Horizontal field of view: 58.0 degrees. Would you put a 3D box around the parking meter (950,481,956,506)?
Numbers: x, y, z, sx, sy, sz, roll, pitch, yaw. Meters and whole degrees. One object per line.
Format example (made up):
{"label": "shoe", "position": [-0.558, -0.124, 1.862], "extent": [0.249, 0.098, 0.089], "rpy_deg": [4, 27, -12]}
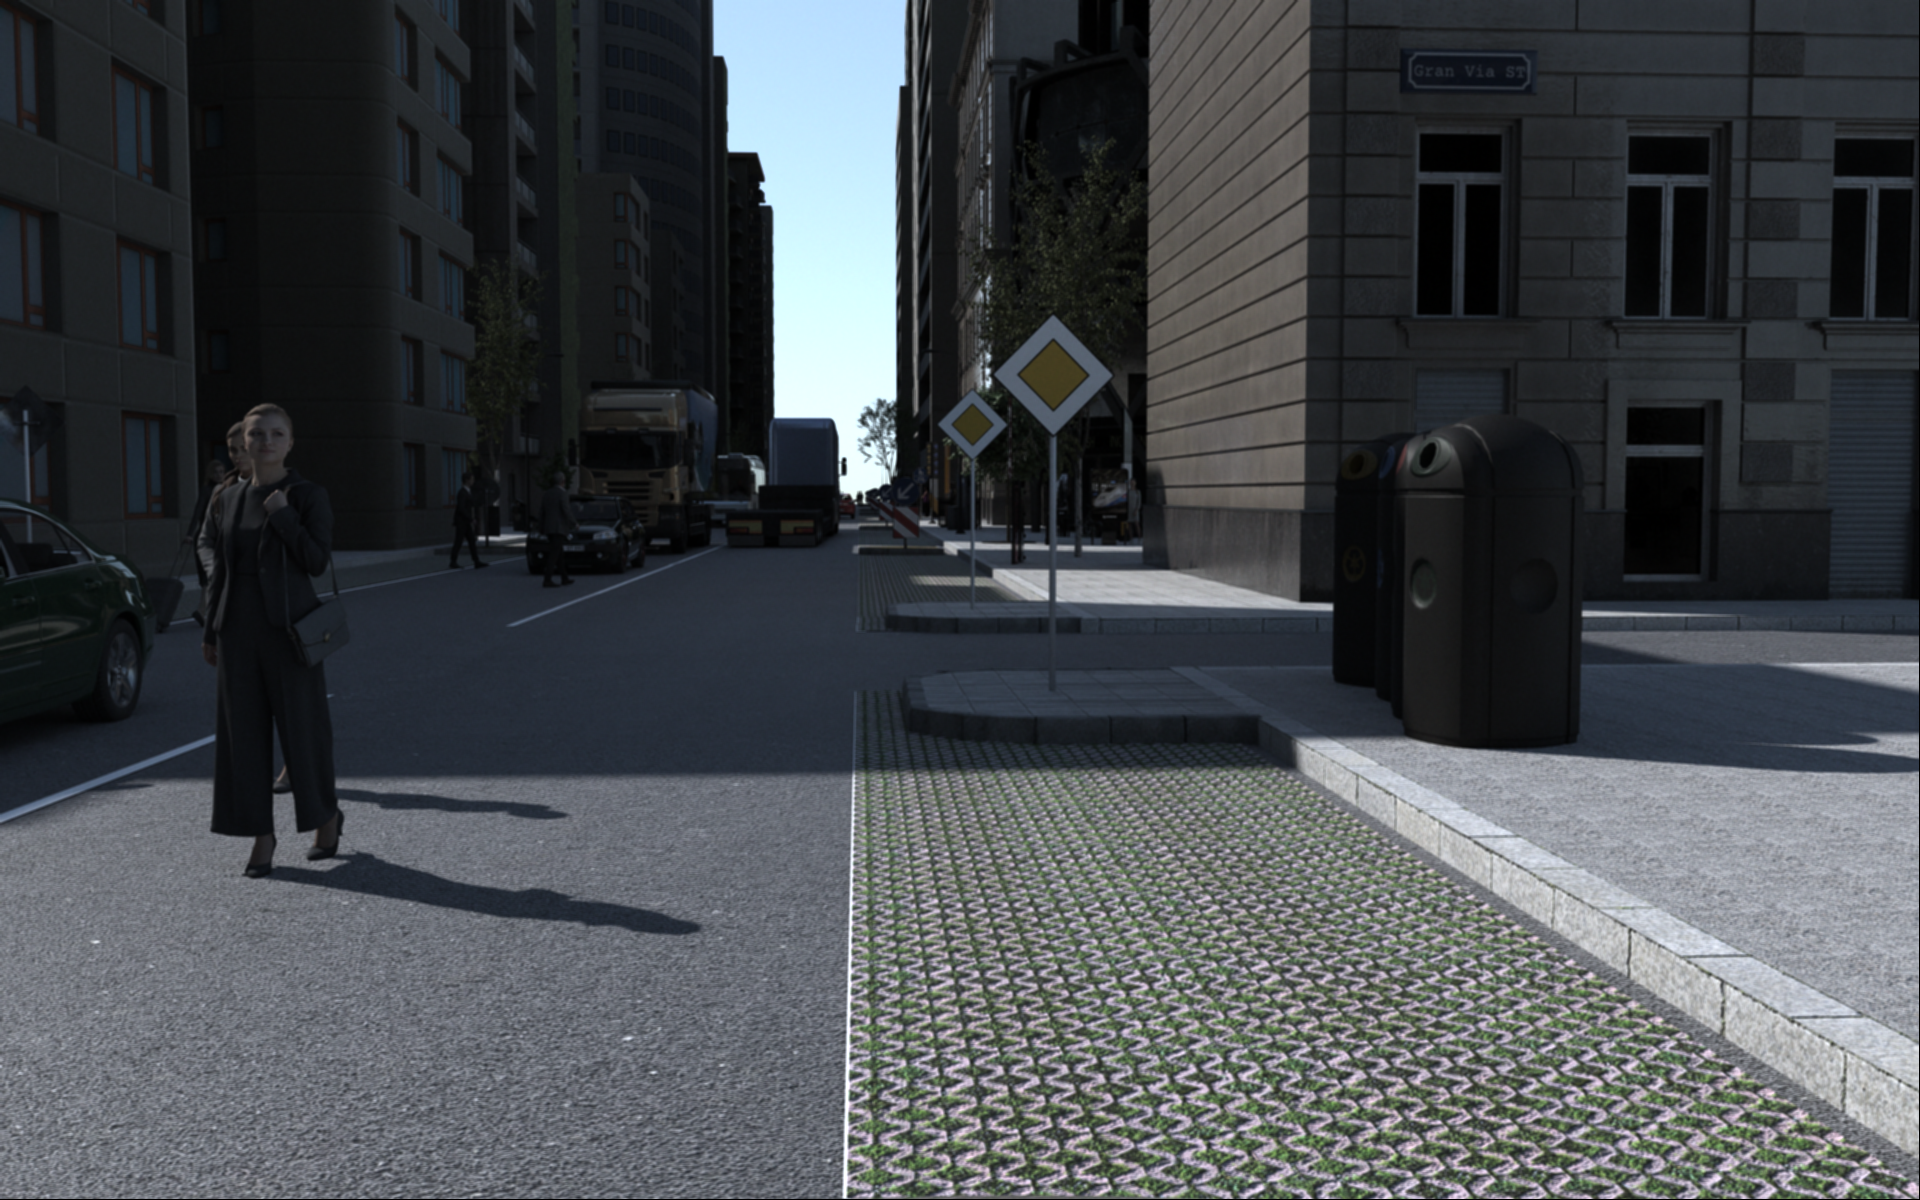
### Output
{"label": "parking meter", "position": [-0.385, -4.318, 76.311], "extent": [0.399, 1.863, 0.255], "rpy_deg": [2, 4, 28]}

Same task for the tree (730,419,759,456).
{"label": "tree", "position": [-21.902, -13.461, 170.452], "extent": [4.737, 8.622, 4.395], "rpy_deg": [0, 3, 0]}

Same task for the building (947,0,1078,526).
{"label": "building", "position": [6.237, -17.427, 82.195], "extent": [12.463, 27.353, 25.104], "rpy_deg": [0, 4, -3]}

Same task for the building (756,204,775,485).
{"label": "building", "position": [-32.927, -33.916, 238.117], "extent": [14.154, 41.232, 14.086], "rpy_deg": [0, 4, -3]}

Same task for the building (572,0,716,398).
{"label": "building", "position": [-30.847, -36.260, 134.848], "extent": [21.231, 58.520, 28.212], "rpy_deg": [0, 4, -3]}

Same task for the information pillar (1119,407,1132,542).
{"label": "information pillar", "position": [4.486, -3.386, 46.712], "extent": [0.183, 3.616, 0.504], "rpy_deg": [2, 4, 33]}

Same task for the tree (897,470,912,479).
{"label": "tree", "position": [-4.374, -8.897, 140.074], "extent": [1.663, 3.219, 1.824], "rpy_deg": [0, 3, 0]}

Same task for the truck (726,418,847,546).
{"label": "truck", "position": [-5.354, -4.012, 55.351], "extent": [2.967, 4.110, 18.799], "rpy_deg": [0, 4, -2]}

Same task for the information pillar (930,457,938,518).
{"label": "information pillar", "position": [-1.380, -6.213, 92.943], "extent": [0.504, 3.616, 0.183], "rpy_deg": [-3, 5, -40]}

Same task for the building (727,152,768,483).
{"label": "building", "position": [-35.662, -34.358, 216.379], "extent": [22.147, 44.769, 28.867], "rpy_deg": [0, 4, -3]}

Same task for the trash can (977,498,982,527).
{"label": "trash can", "position": [0.516, -3.429, 67.712], "extent": [0.748, 1.137, 0.748], "rpy_deg": [0, 3, 0]}

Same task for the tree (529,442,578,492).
{"label": "tree", "position": [-14.838, -4.243, 63.970], "extent": [1.663, 3.219, 1.824], "rpy_deg": [0, 3, 0]}

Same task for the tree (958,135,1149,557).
{"label": "tree", "position": [2.167, -5.175, 34.975], "extent": [4.737, 8.622, 4.395], "rpy_deg": [0, 3, 0]}

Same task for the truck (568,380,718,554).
{"label": "truck", "position": [-7.961, -3.428, 44.965], "extent": [2.839, 4.237, 11.283], "rpy_deg": [0, 4, -3]}

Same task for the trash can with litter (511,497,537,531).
{"label": "trash can with litter", "position": [-14.926, -2.955, 59.699], "extent": [1.055, 1.170, 0.624], "rpy_deg": [-1, 4, -21]}

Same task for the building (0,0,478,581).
{"label": "building", "position": [-26.340, -11.449, 32.224], "extent": [27.650, 21.520, 28.899], "rpy_deg": [0, 4, -3]}

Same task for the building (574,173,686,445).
{"label": "building", "position": [-32.358, -16.032, 107.162], "extent": [27.650, 21.520, 28.899], "rpy_deg": [0, 4, -3]}

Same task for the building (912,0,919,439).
{"label": "building", "position": [9.548, -34.647, 155.724], "extent": [28.713, 52.752, 27.495], "rpy_deg": [0, 4, -3]}

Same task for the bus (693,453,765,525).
{"label": "bus", "position": [-10.427, -5.107, 78.367], "extent": [2.948, 3.499, 13.247], "rpy_deg": [0, 4, -4]}

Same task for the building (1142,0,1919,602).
{"label": "building", "position": [15.791, -13.989, 25.981], "extent": [25.104, 27.353, 12.463], "rpy_deg": [0, 4, -3]}

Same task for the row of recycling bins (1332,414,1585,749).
{"label": "row of recycling bins", "position": [2.931, -0.201, 10.407], "extent": [1.069, 1.692, 3.534], "rpy_deg": [0, 4, 5]}

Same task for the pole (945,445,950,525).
{"label": "pole", "position": [-0.523, -4.768, 71.795], "extent": [0.158, 3.312, 0.155], "rpy_deg": [0, 3, 0]}

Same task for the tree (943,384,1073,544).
{"label": "tree", "position": [1.228, -3.777, 45.467], "extent": [4.285, 4.588, 4.351], "rpy_deg": [0, 3, 0]}

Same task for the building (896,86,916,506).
{"label": "building", "position": [3.574, -35.132, 198.116], "extent": [21.300, 48.544, 21.600], "rpy_deg": [0, 4, -3]}

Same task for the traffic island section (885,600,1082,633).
{"label": "traffic island section", "position": [0.182, 0.184, 19.268], "extent": [2.009, 0.180, 2.903], "rpy_deg": [0, 4, -3]}

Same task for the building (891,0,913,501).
{"label": "building", "position": [0.602, -49.206, 242.769], "extent": [20.563, 71.187, 20.611], "rpy_deg": [0, 4, -3]}

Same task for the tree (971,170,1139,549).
{"label": "tree", "position": [2.162, -5.489, 40.111], "extent": [4.360, 8.622, 3.978], "rpy_deg": [0, 3, 0]}

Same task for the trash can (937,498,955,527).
{"label": "trash can", "position": [-0.548, -3.389, 67.059], "extent": [0.748, 1.137, 0.748], "rpy_deg": [0, 3, 0]}

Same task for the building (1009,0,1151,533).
{"label": "building", "position": [10.068, -11.882, 61.724], "extent": [16.820, 18.784, 16.811], "rpy_deg": [0, 4, -3]}

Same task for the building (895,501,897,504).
{"label": "building", "position": [7.851, -32.413, 221.836], "extent": [32.217, 40.220, 23.993], "rpy_deg": [0, 4, -3]}

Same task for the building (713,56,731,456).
{"label": "building", "position": [-28.437, -28.934, 156.660], "extent": [14.154, 41.232, 14.086], "rpy_deg": [0, 4, -3]}

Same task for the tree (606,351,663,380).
{"label": "tree", "position": [-16.334, -8.446, 88.459], "extent": [4.360, 8.622, 3.978], "rpy_deg": [0, 3, 0]}

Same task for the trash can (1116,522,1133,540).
{"label": "trash can", "position": [4.550, -2.261, 48.618], "extent": [0.748, 1.137, 0.748], "rpy_deg": [0, 3, 0]}

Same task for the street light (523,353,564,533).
{"label": "street light", "position": [-13.752, -5.180, 57.231], "extent": [1.470, 5.913, 1.316], "rpy_deg": [0, 4, -3]}

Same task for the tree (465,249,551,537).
{"label": "tree", "position": [-14.119, -6.229, 52.205], "extent": [4.737, 8.622, 4.395], "rpy_deg": [0, 3, 0]}

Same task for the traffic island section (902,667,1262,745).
{"label": "traffic island section", "position": [0.644, 0.672, 11.296], "extent": [2.009, 0.180, 2.903], "rpy_deg": [0, 4, -3]}

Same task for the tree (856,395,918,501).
{"label": "tree", "position": [-7.113, -15.618, 181.103], "extent": [9.928, 11.665, 9.643], "rpy_deg": [0, 3, 0]}

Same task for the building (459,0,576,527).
{"label": "building", "position": [-23.526, -23.580, 69.132], "extent": [14.154, 41.232, 14.086], "rpy_deg": [0, 4, -3]}
